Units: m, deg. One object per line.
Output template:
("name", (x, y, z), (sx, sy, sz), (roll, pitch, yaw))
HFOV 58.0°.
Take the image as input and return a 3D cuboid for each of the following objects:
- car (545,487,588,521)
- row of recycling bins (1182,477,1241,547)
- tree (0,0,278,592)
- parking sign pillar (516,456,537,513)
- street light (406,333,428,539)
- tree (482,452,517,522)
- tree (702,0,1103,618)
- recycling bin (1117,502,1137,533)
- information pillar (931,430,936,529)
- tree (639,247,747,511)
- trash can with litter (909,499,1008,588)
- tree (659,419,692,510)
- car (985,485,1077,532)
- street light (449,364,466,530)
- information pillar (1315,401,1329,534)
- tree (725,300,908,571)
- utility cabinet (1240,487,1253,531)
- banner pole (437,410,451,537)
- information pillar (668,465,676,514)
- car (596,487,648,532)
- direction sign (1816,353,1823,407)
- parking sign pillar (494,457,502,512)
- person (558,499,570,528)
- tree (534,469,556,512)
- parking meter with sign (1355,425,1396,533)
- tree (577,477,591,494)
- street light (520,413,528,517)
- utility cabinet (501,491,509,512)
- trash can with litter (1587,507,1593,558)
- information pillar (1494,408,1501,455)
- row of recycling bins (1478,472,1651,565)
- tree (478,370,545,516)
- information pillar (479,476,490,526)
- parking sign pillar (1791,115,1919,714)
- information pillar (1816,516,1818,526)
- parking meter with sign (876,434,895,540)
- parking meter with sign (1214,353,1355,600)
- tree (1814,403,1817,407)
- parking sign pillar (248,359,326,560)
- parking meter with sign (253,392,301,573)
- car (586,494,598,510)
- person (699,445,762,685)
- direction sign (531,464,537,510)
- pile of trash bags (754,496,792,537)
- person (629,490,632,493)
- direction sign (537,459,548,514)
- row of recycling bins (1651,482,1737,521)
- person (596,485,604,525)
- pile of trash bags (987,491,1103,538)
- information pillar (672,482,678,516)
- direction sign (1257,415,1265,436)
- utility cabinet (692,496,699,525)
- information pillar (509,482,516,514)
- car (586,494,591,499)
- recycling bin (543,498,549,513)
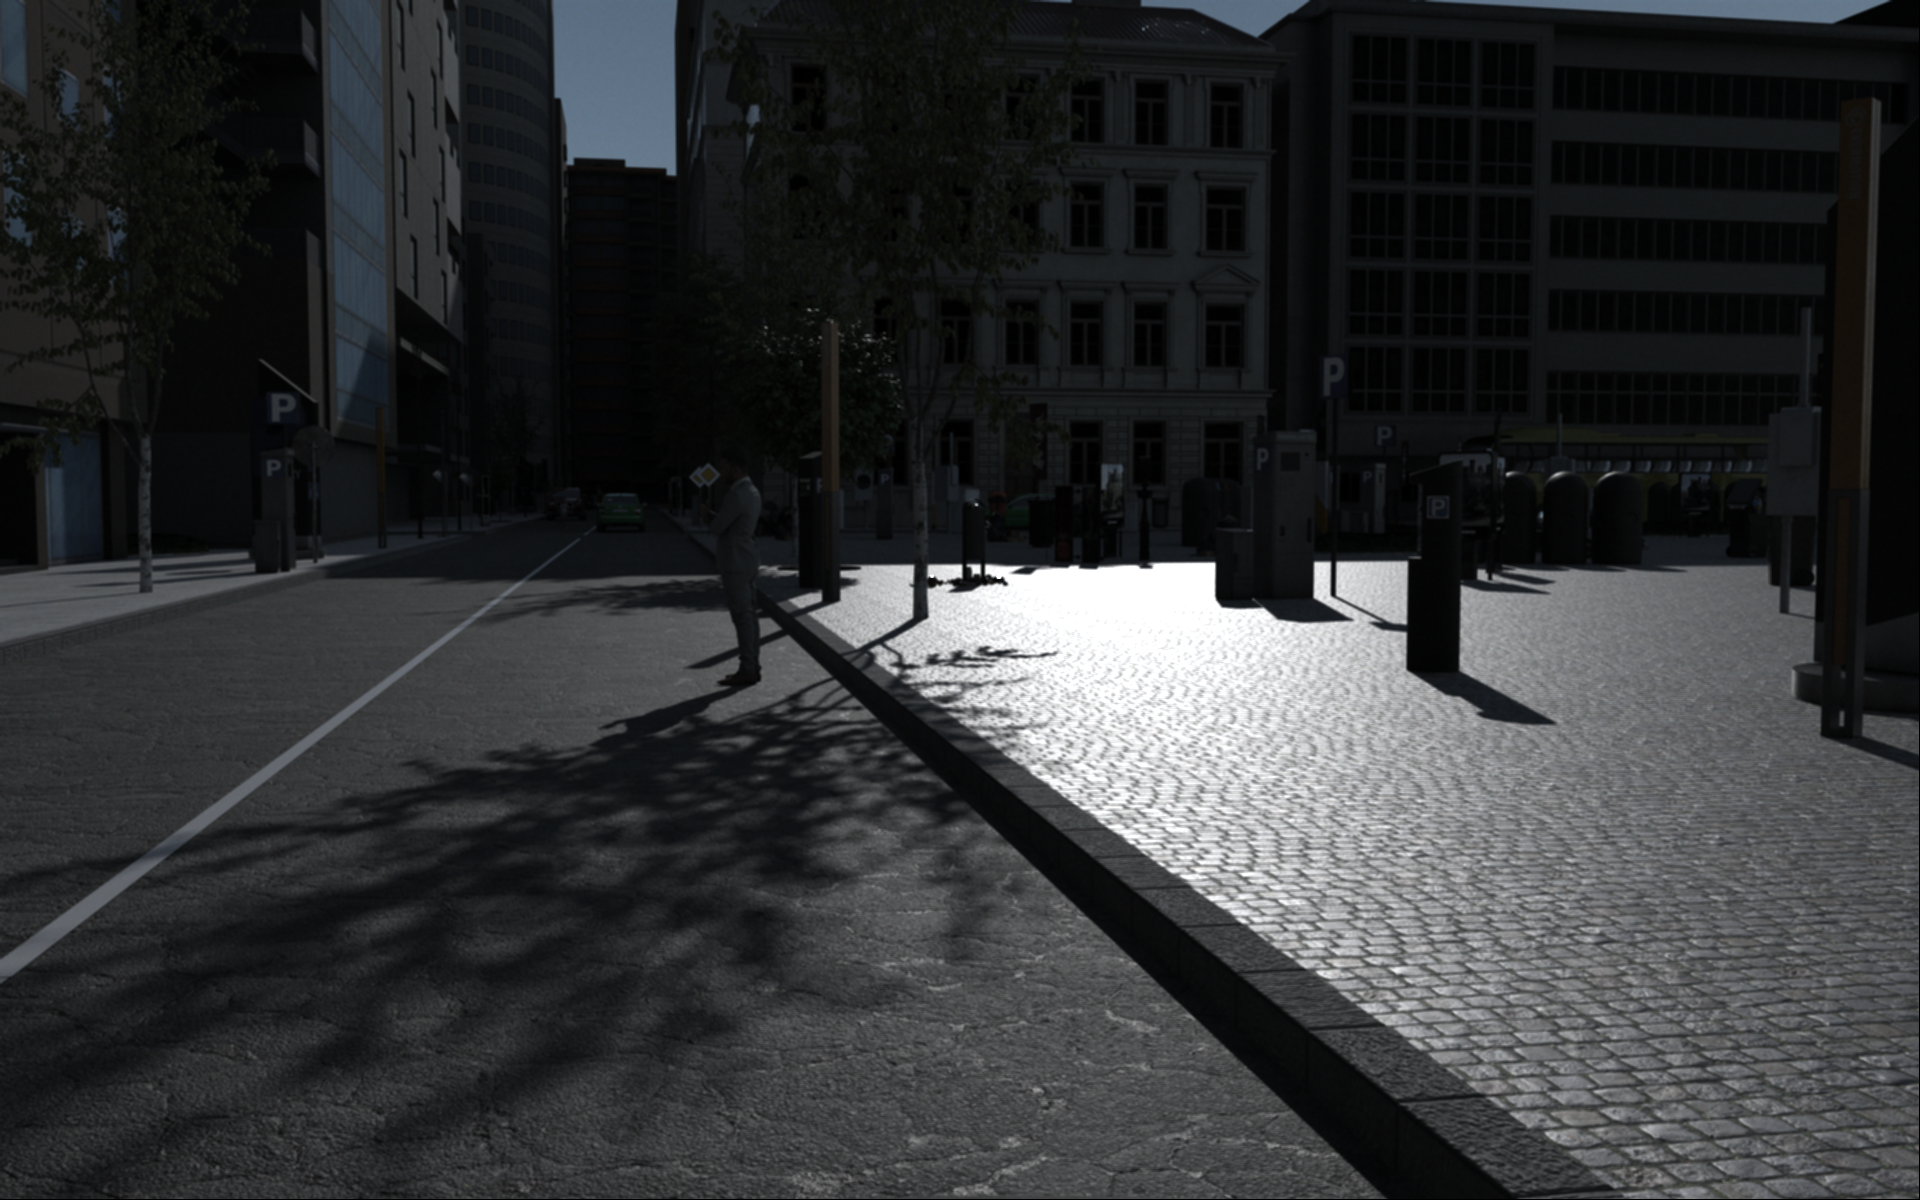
("car", (-21.539, -5.276, 94.942), (2.281, 1.827, 5.304), (-1, 4, -10))
("row of recycling bins", (6.318, -2.237, 43.693), (1.069, 1.692, 3.534), (1, 4, 22))
("tree", (-10.794, -4.416, 22.567), (4.737, 8.622, 4.395), (0, 3, 0))
("parking sign pillar", (-29.440, -7.877, 117.264), (1.447, 3.967, 1.447), (2, 4, 34))
("street light", (-15.593, -4.715, 49.879), (0.468, 5.910, 1.993), (-1, 4, -10))
("tree", (-21.311, -5.204, 79.690), (1.663, 3.219, 1.824), (0, 3, 0))
("tree", (-0.434, -4.103, 17.440), (4.737, 8.622, 4.395), (0, 3, 0))
("recycling bin", (5.453, -2.709, 56.846), (0.722, 1.027, 0.722), (0, 4, 6))
("information pillar", (-0.963, -4.411, 63.482), (0.183, 3.616, 0.504), (0, 3, 0))
("tree", (-11.419, -9.913, 80.210), (7.486, 12.596, 7.792), (0, 3, 0))
("trash can with litter", (-0.101, -0.828, 24.591), (1.678, 1.210, 2.233), (2, 4, 32))
("tree", (-22.579, -11.659, 140.982), (4.360, 8.622, 3.978), (0, 3, 0))
("car", (2.285, -3.139, 60.124), (4.718, 1.807, 1.959), (-1, 4, -9))
("street light", (-17.823, -5.427, 61.515), (0.468, 5.910, 1.993), (-1, 4, -10))
("information pillar", (9.151, -3.204, 43.743), (0.183, 3.616, 0.504), (-1, 4, -20))
("tree", (-2.373, -2.805, 29.567), (4.285, 4.588, 4.351), (0, 3, 0))
("utility cabinet", (8.880, -2.784, 54.201), (0.318, 1.500, 1.173), (-2, 4, -26))
("banner pole", (-15.505, -3.789, 51.972), (0.401, 3.779, 0.863), (-1, 4, -12))
("information pillar", (-18.877, -7.471, 113.501), (0.504, 3.616, 0.183), (-1, 4, -13))
("car", (-12.969, -3.520, 66.354), (1.959, 1.807, 4.718), (-1, 4, -10))
("direction sign", (14.056, -2.180, 27.642), (0.379, 3.537, 0.876), (-2, 4, -30))
("parking sign pillar", (-34.070, -8.421, 126.162), (1.447, 3.967, 1.447), (-3, 5, -42))
("person", (-16.848, -3.678, 73.644), (0.505, 1.210, 0.382), (-3, 4, -38))
("tree", (-30.035, -7.903, 123.821), (1.663, 3.219, 1.824), (0, 3, 0))
("parking meter with sign", (10.243, -2.866, 43.113), (0.543, 3.016, 1.738), (3, 4, 36))
("tree", (-43.609, -12.629, 201.091), (1.663, 3.219, 1.824), (0, 3, 0))
("street light", (-24.313, -7.581, 96.742), (0.468, 5.910, 1.993), (-1, 4, -10))
("utility cabinet", (-32.251, -7.034, 123.685), (0.318, 1.500, 1.173), (1, 4, 21))
("trash can with litter", (12.866, -1.432, 34.808), (1.055, 1.170, 0.624), (-3, 5, -40))
("information pillar", (14.565, -3.402, 46.983), (0.183, 3.616, 0.504), (2, 4, 28))
("row of recycling bins", (10.740, -1.523, 32.019), (3.534, 1.692, 1.069), (1, 4, 14))
("tree", (-26.783, -9.361, 103.416), (4.737, 8.622, 4.395), (0, 3, 0))
("information pillar", (-18.977, -3.954, 69.146), (0.304, 2.012, 0.304), (-3, 4, -36))
("parking sign pillar", (5.946, -1.354, 10.602), (1.447, 3.967, 1.447), (-1, 4, -19))
("information pillar", (34.876, -4.044, 70.618), (0.304, 2.012, 0.304), (1, 4, 12))
("parking meter with sign", (-2.151, -3.253, 49.451), (0.543, 3.016, 1.738), (0, 4, 0))
("parking meter with sign", (3.968, -1.533, 21.334), (1.738, 3.016, 0.543), (-2, 4, -28))
("tree", (24.647, -3.868, 46.954), (4.285, 4.588, 4.351), (0, 3, 0))
("parking sign pillar", (-13.406, -2.810, 34.413), (1.447, 3.967, 1.447), (1, 4, 16))
("parking meter with sign", (-11.368, -1.990, 28.790), (0.543, 3.016, 1.738), (-1, 4, -11))
("car", (-32.383, -8.840, 154.327), (2.009, 1.686, 4.222), (-1, 4, -9))
("person", (-1.740, -0.274, 13.157), (0.466, 1.800, 0.511), (0, 4, -6))
("direction sign", (-31.818, -8.435, 129.909), (0.876, 3.537, 0.379), (-1, 4, -22))
("pile of trash bags", (-5.395, -2.658, 53.211), (3.447, 1.369, 1.912), (-2, 4, -31))
("person", (-29.305, -8.906, 154.249), (0.705, 1.807, 1.348), (-1, 4, -9))
("direction sign", (-26.634, -7.288, 111.157), (0.379, 3.537, 0.876), (1, 4, 9))
("row of recycling bins", (24.972, -3.153, 58.667), (1.069, 1.692, 3.534), (-3, 5, -39))
("person", (-16.507, -4.350, 79.528), (0.656, 1.842, 0.836), (2, 4, 29))
("pile of trash bags", (2.523, -2.552, 51.476), (3.447, 1.369, 1.912), (0, 3, 0))
("information pillar", (-16.670, -5.916, 101.226), (0.304, 2.012, 0.304), (0, 4, 3))
("direction sign", (8.644, -3.536, 49.809), (0.379, 3.537, 0.876), (1, 4, 22))
("utility cabinet", (-10.975, -3.707, 71.771), (0.306, 1.237, 1.020), (-1, 4, -9))
("information pillar", (-28.219, -6.400, 109.138), (0.304, 2.012, 0.304), (1, 4, 16))
("car", (-35.113, -9.504, 167.186), (2.131, 1.459, 4.920), (-1, 4, -10))
("recycling bin", (-28.346, -6.544, 119.545), (0.722, 1.027, 0.722), (0, 4, 6))
